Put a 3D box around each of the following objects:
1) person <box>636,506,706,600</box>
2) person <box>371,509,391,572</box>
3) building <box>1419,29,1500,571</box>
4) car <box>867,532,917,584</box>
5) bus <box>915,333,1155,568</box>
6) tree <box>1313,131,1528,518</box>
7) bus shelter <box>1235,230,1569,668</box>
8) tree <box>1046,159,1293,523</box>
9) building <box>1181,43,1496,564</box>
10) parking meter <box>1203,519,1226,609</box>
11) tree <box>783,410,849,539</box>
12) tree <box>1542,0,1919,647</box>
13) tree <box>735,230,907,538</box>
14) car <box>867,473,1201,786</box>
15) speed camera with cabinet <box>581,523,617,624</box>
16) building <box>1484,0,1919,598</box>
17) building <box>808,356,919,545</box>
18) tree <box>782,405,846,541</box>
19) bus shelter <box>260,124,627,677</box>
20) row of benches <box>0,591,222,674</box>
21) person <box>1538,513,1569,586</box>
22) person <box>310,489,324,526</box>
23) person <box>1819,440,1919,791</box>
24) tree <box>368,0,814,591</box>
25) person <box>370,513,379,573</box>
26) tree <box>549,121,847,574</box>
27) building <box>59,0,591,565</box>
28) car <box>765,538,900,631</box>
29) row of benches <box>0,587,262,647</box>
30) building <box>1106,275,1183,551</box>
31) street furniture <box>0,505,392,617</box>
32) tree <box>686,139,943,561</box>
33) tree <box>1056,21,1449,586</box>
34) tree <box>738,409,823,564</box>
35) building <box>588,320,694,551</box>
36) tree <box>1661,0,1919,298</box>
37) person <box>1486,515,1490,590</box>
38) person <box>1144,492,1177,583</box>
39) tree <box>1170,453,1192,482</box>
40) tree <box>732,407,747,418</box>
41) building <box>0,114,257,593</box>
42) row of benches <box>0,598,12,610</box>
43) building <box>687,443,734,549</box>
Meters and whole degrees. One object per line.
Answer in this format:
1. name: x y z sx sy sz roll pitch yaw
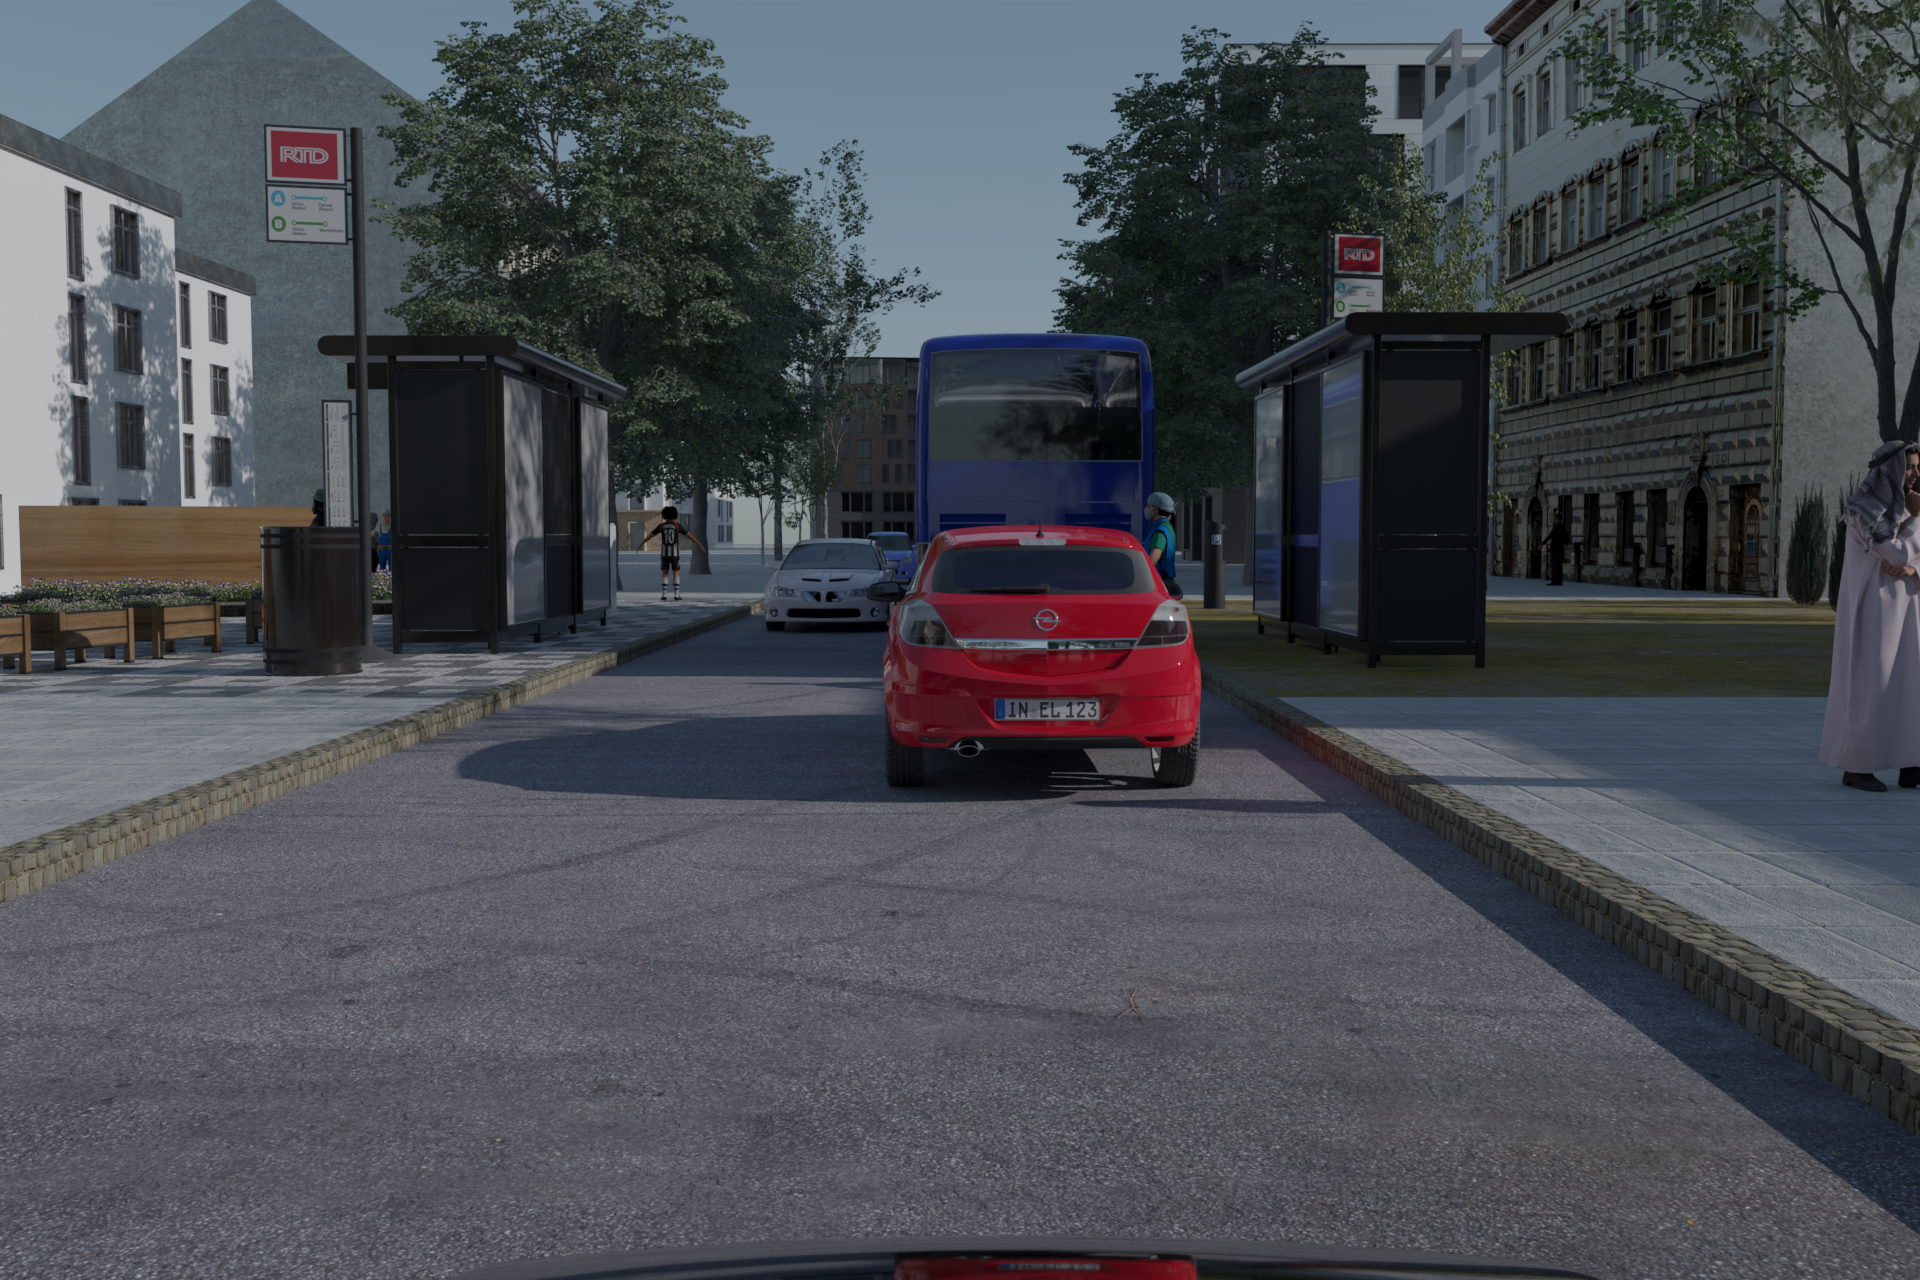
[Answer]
1. person: -5.607 -1.676 33.544 1.345 1.843 0.704 0 4 -3
2. person: -12.876 -2.021 38.895 1.347 1.847 0.705 0 4 1
3. building: 23.079 -12.848 66.481 16.016 20.090 11.380 0 4 0
4. car: -2.080 -2.492 50.339 1.945 1.707 3.694 0 3 0
5. bus: 0.739 -2.002 24.286 2.896 3.916 12.251 0 4 -1
6. tree: 8.585 -4.965 31.547 4.737 8.622 4.395 0 3 0
7. bus shelter: 4.640 -2.633 20.681 2.179 5.291 8.768 0 4 -1
8. tree: 7.024 -9.403 60.390 9.857 13.997 8.962 0 3 0
9. building: 25.083 -14.971 88.757 27.936 21.610 32.646 0 4 0
10. parking meter: 4.383 -1.308 29.801 0.372 1.533 0.369 0 3 0
11. tree: -8.425 -9.106 99.249 4.737 8.622 4.395 0 3 0
12. tree: 10.442 -5.702 18.992 9.928 11.665 9.643 0 3 0
13. tree: -9.593 -15.572 110.493 12.611 20.169 13.585 0 3 0
14. car: 0.445 -0.139 11.319 2.155 1.783 4.494 0 4 0
15. speed camera with cabinet: -5.549 -1.905 25.490 0.660 3.252 2.038 0 4 0
16. building: 25.458 -12.973 43.044 19.493 23.208 18.063 0 4 0
17. building: -1.575 -22.225 209.816 32.646 21.610 27.936 0 4 -7
18. tree: -8.774 -8.715 92.857 4.360 8.622 3.978 0 3 0
19. bus shelter: -5.726 -2.577 19.772 2.179 5.291 8.768 0 3 0
20. row of benches: -8.649 -0.090 16.936 1.422 0.672 4.104 1 4 11
21. person: 14.770 -2.245 42.924 1.346 1.802 0.704 -3 5 -42
22. person: -8.075 -0.990 21.963 0.705 1.856 1.354 1 4 14
23. person: 4.645 -0.118 8.641 0.621 1.740 0.551 3 5 41
24. tree: -8.137 -8.097 39.034 9.857 13.997 8.962 0 3 0
25. person: -14.620 -2.271 43.258 0.705 1.813 1.348 -2 4 -31
26. tree: -8.303 -9.084 55.186 9.857 13.997 8.962 0 3 0
27. building: -28.277 -15.224 79.845 19.493 23.208 18.063 0 4 0
28. car: -1.959 -0.908 27.208 2.083 1.381 4.827 0 3 0
29. row of benches: -9.168 -0.288 20.168 4.104 0.672 1.422 -1 4 -16
30. building: 25.749 -18.350 143.997 27.936 21.610 32.646 0 4 0
31. street furniture: -11.682 -1.349 28.911 11.010 1.723 9.812 -1 4 -18
32. tree: -7.548 -13.867 82.609 12.611 20.169 13.585 0 3 0
33. tree: 7.196 -8.303 42.417 9.857 13.997 8.962 0 3 0
34. tree: -8.534 -7.504 73.045 4.360 8.622 3.978 0 3 0
35. building: -27.321 -16.879 132.385 16.016 20.090 11.380 0 4 1
36. tree: 7.422 -3.759 11.816 4.360 8.622 3.978 0 3 0
37. person: 11.450 -1.927 38.235 0.721 1.740 1.216 1 4 18
38. person: 1.811 -0.456 16.044 0.704 1.817 1.347 1 4 16
39. tree: 6.508 -8.376 71.361 8.767 10.594 7.601 0 4 3
40. tree: -29.299 -21.425 206.193 12.611 20.169 13.585 0 3 0
41. building: -23.690 -6.154 42.764 9.099 9.664 28.070 0 4 0
42. row of benches: -10.510 -0.055 16.360 1.422 0.672 4.104 1 4 9
43. building: -25.808 -13.541 163.534 9.099 9.664 28.070 0 4 -1
